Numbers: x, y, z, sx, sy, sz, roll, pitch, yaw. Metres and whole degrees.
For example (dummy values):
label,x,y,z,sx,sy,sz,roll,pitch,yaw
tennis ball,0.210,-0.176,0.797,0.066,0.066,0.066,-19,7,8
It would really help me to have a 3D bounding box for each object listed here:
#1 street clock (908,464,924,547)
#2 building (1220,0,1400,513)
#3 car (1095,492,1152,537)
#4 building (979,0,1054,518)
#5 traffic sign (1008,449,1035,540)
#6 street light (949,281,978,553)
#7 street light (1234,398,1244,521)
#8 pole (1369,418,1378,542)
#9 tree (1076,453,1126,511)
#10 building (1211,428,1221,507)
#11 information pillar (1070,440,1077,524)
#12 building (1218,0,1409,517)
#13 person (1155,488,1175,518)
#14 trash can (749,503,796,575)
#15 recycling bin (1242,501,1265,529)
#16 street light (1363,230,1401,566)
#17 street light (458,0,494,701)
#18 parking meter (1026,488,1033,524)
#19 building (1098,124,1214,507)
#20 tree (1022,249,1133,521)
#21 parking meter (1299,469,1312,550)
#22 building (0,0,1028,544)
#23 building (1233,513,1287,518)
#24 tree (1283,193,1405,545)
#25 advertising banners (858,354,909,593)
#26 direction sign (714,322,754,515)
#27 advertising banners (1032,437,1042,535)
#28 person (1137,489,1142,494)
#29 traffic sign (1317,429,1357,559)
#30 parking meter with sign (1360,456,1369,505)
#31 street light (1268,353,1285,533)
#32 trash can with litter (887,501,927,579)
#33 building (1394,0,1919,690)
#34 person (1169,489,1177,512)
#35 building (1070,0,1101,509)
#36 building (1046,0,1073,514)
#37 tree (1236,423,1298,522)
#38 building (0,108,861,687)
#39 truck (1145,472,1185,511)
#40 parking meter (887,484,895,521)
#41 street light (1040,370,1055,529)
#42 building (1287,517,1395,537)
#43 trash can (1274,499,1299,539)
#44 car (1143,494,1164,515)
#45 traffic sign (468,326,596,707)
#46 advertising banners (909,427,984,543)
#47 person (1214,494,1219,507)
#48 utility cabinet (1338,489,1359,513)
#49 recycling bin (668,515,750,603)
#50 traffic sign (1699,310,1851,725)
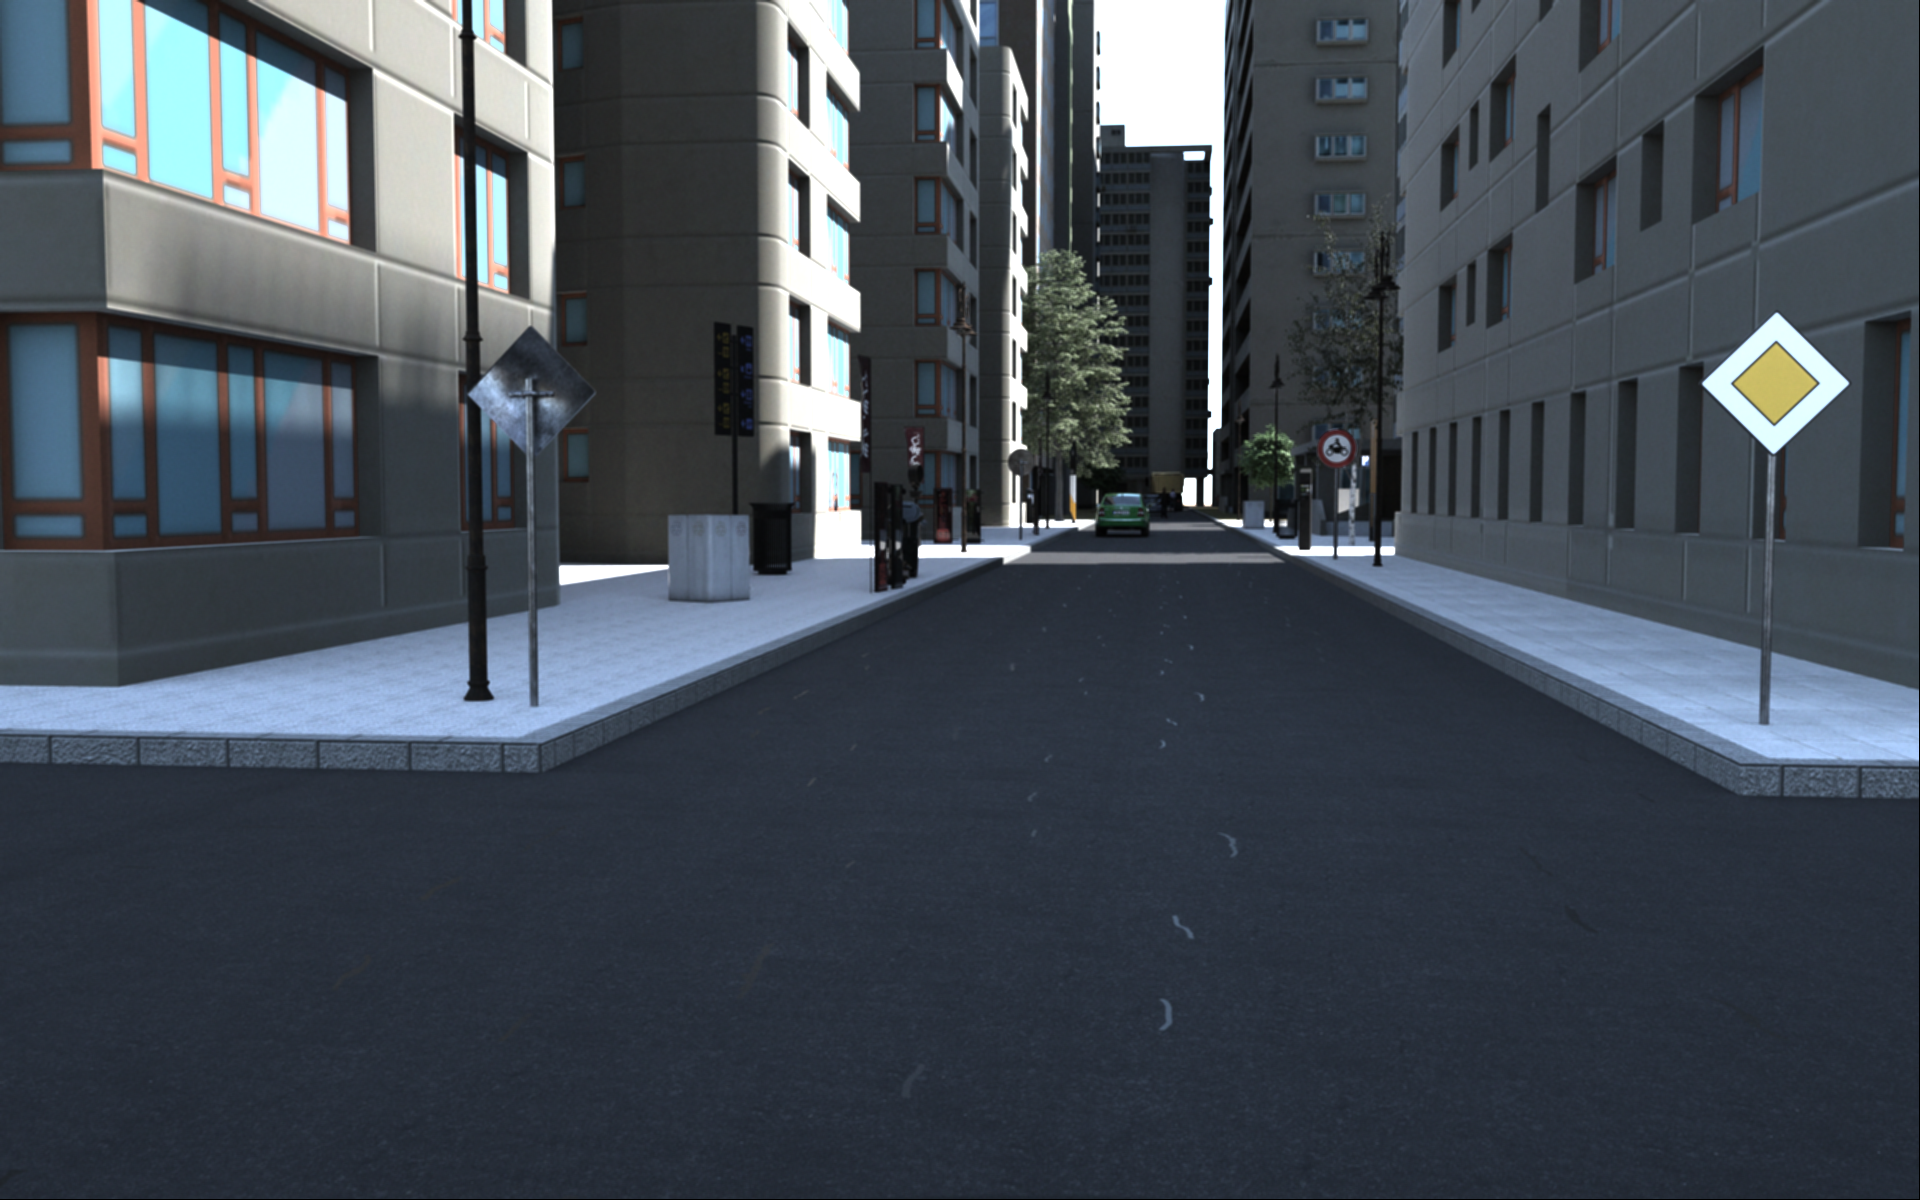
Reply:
label,x,y,z,sx,sy,sz,roll,pitch,yaw
street clock,-1.076,-2.303,42.224,0.358,2.002,0.471,1,4,21
building,33.258,-31.947,146.033,21.300,48.544,21.600,0,4,7
car,5.632,-3.110,59.648,1.959,1.807,4.718,0,4,7
building,-2.303,-27.060,92.541,14.600,45.320,14.200,0,4,7
traffic sign,1.705,-2.963,48.543,0.768,2.556,0.104,1,4,16
street light,0.086,-3.974,37.762,0.468,5.910,1.993,0,4,7
street light,13.507,-6.789,83.795,0.468,5.910,1.993,0,4,7
pole,11.187,-3.239,46.797,0.158,3.312,0.155,0,3,0
tree,11.192,-9.192,134.010,4.285,4.588,4.351,0,3,0
building,41.499,-52.742,174.999,31.000,86.520,22.319,0,4,7
information pillar,4.921,-5.138,75.363,0.183,3.616,0.504,-1,4,-19
building,35.064,-26.379,123.176,32.217,40.220,23.993,0,4,7
person,12.297,-5.852,104.209,1.348,1.821,0.705,-1,4,-20
trash can,-2.998,-0.979,27.666,0.748,1.137,0.748,0,3,0
recycling bin,10.838,-3.145,63.983,0.722,1.027,0.722,0,4,1
street light,7.420,-3.536,30.604,0.468,5.910,1.993,0,4,7
street light,-3.003,-2.315,10.630,0.468,5.910,1.993,0,4,7
parking meter,3.066,-4.106,75.547,0.372,1.533,0.369,0,3,0
building,14.779,-30.143,184.722,23.993,40.220,32.217,0,4,7
tree,4.239,-9.969,81.115,7.486,12.596,7.792,0,3,0
parking meter,7.872,-2.065,39.479,0.255,1.863,0.399,1,4,16
building,-12.437,-13.345,63.231,27.650,21.520,28.899,0,4,7
building,27.282,-29.170,100.635,21.300,48.544,21.600,0,4,7
tree,9.883,-5.689,43.376,4.360,8.622,3.978,0,3,0
advertising banners,-1.030,-1.627,22.787,0.090,3.025,2.074,1,4,14
direction sign,-3.022,-1.911,23.243,0.379,3.537,0.876,2,4,27
advertising banners,2.422,-3.558,54.362,0.090,3.025,2.074,0,4,-3
person,10.819,-5.812,104.472,0.756,1.711,0.436,-2,4,-28
traffic sign,7.379,-2.071,33.967,0.768,2.556,0.104,1,4,8
parking meter with sign,17.785,-4.710,73.267,0.543,3.016,1.738,-3,5,-42
street light,10.405,-5.151,57.003,0.468,5.910,1.993,0,4,7
trash can with litter,-0.836,-0.918,26.390,0.624,1.170,1.055,0,4,2
building,21.981,-10.744,20.702,28.899,21.520,27.650,0,4,7
person,16.988,-7.913,137.745,0.709,1.838,0.599,2,4,32
building,1.166,-32.190,150.002,21.600,48.544,21.300,0,4,7
building,-0.480,-25.876,106.665,14.154,41.232,14.086,0,4,7
tree,14.098,-5.823,78.923,4.285,4.588,4.351,0,3,0
building,-17.680,-11.114,26.761,27.650,21.520,28.899,0,4,7
truck,17.783,-9.370,149.130,3.469,3.379,9.791,0,4,5
parking meter,-1.712,-2.062,42.128,0.372,1.533,0.369,0,3,0
street light,3.256,-5.598,64.309,0.468,5.910,1.993,0,4,7
building,27.861,-22.334,57.036,32.217,40.220,23.993,0,4,7
trash can,9.386,-2.326,49.681,0.748,1.137,0.748,0,3,0
car,13.064,-6.456,117.561,2.014,1.417,4.499,0,4,8
traffic sign,-2.571,-0.414,10.408,0.795,2.450,0.064,0,4,7
advertising banners,-0.412,-2.981,44.922,2.074,3.025,0.090,0,4,1
person,24.582,-9.362,164.834,1.065,1.426,0.557,-2,4,-29
utility cabinet,16.223,-3.937,73.057,1.173,1.500,0.318,-1,4,-15
recycling bin,-3.028,-0.510,20.895,0.722,1.027,0.722,3,4,36
traffic sign,4.474,-0.363,9.579,0.795,2.450,0.064,0,4,7
